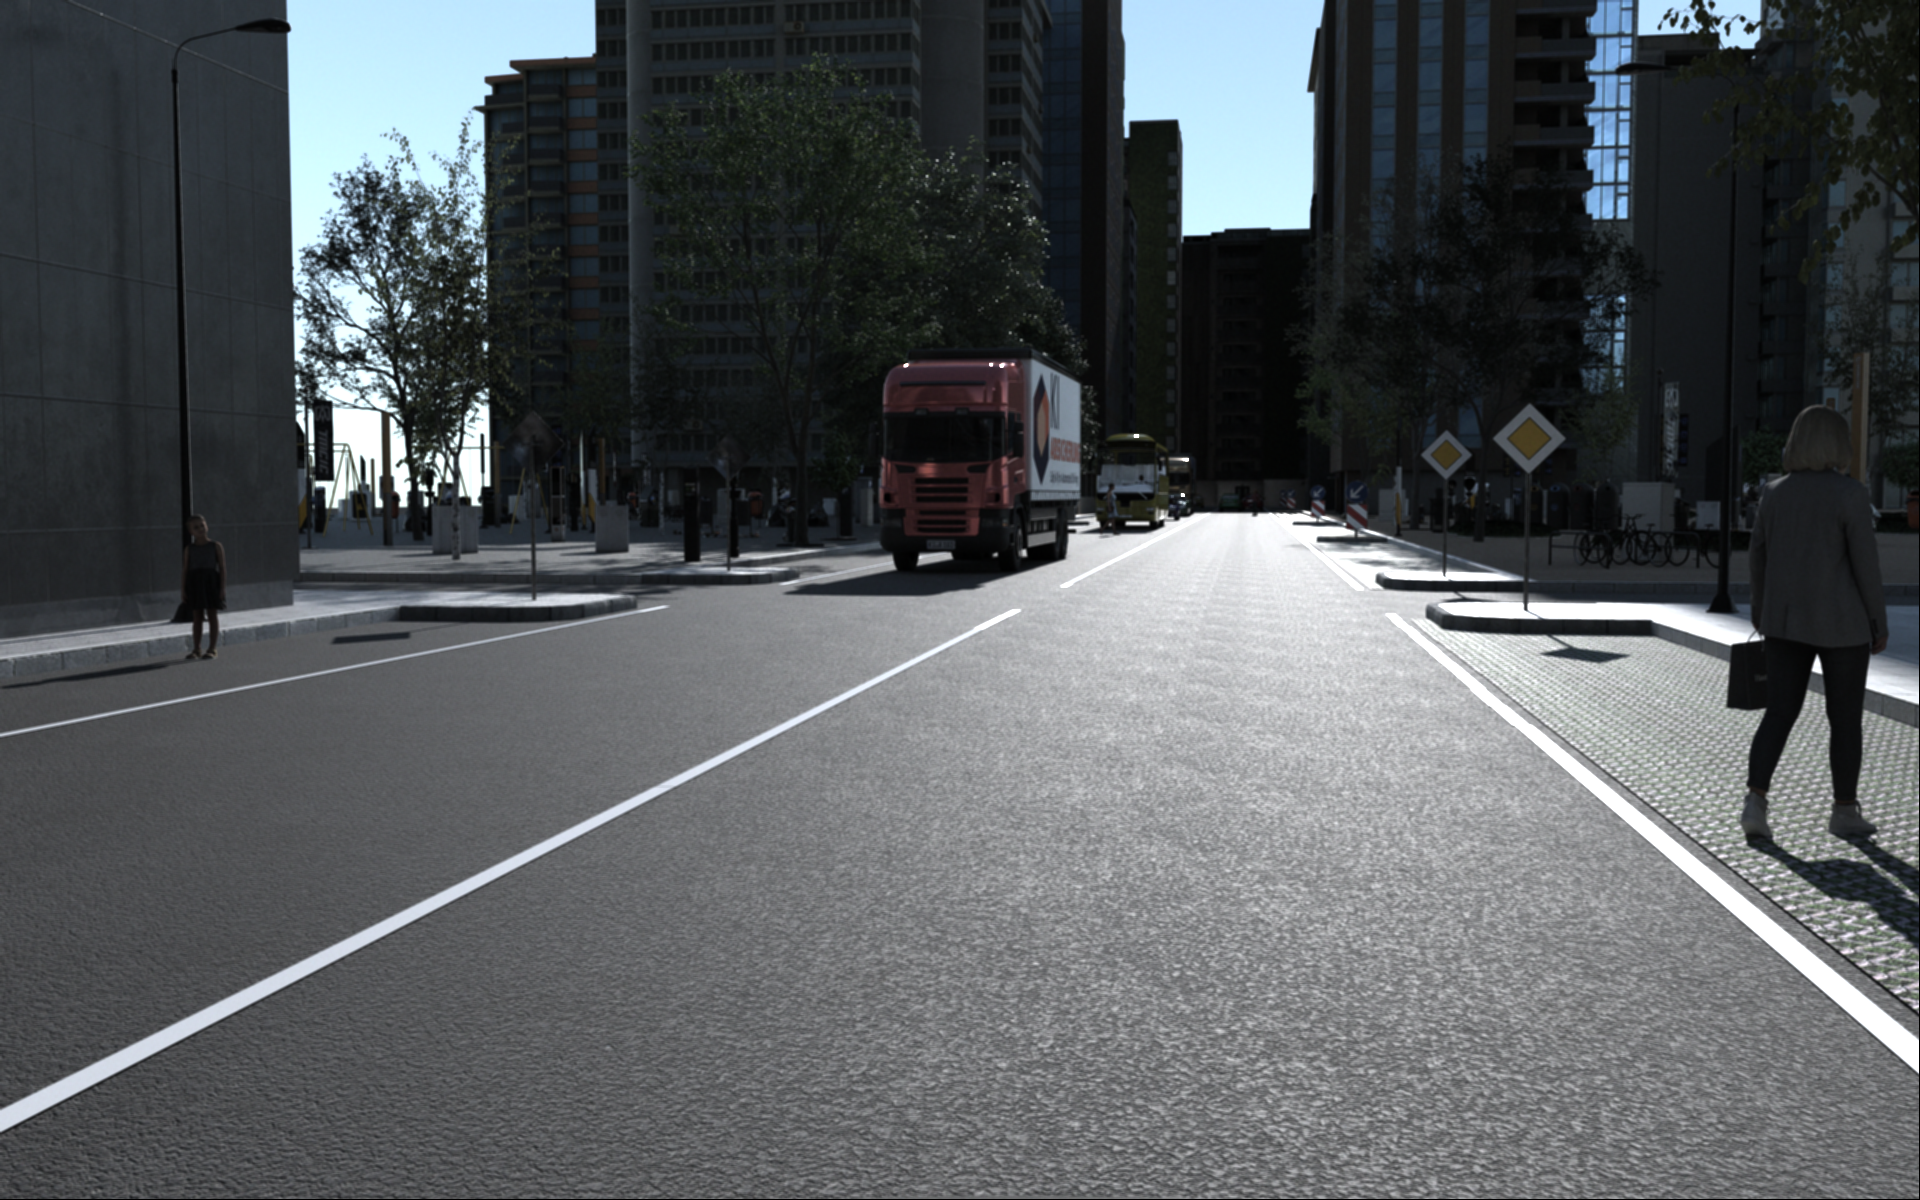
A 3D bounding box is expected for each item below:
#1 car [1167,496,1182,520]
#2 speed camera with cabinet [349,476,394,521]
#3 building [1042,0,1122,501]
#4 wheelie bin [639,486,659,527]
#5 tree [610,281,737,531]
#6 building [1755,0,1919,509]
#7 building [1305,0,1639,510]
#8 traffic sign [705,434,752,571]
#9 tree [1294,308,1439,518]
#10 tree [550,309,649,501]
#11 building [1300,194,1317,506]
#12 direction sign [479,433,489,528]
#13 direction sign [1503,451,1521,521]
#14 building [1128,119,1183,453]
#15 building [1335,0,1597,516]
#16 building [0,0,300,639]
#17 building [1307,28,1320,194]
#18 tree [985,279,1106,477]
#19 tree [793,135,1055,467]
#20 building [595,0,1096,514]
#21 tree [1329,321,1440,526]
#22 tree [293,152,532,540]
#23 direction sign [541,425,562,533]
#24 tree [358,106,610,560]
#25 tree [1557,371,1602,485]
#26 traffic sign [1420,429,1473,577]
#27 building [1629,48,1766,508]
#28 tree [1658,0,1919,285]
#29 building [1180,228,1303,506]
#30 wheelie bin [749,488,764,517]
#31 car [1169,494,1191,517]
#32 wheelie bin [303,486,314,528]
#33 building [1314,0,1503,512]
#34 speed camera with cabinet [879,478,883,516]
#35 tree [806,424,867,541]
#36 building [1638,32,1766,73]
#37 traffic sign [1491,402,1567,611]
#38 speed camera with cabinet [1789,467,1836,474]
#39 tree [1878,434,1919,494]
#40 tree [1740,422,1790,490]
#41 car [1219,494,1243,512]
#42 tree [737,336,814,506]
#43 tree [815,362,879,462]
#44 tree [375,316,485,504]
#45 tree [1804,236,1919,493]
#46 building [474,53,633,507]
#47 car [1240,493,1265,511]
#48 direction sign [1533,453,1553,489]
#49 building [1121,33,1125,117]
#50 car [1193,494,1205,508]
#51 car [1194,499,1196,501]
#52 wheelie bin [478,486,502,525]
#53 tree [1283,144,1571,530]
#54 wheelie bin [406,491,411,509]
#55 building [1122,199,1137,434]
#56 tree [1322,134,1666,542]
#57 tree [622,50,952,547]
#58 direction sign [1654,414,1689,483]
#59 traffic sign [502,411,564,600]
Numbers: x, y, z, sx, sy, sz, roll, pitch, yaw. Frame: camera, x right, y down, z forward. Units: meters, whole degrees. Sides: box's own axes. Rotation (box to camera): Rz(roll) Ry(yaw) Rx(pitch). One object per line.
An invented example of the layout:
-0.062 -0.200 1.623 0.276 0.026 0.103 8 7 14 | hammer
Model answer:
11.255 -5.078 95.604 1.945 1.354 3.894 1 4 8 | car
-28.065 -5.398 82.589 2.038 3.252 0.660 -1 4 -22 | speed camera with cabinet
5.043 -29.617 134.350 14.600 45.320 14.200 1 4 9 | building
-12.066 -3.643 67.475 0.693 1.594 0.980 -3 5 -45 | wheelie bin
-10.423 -6.740 60.556 4.360 8.622 3.978 0 3 0 | tree
87.880 -32.710 154.411 30.456 49.044 23.786 1 4 9 | building
38.101 -49.931 129.048 22.319 86.520 31.000 1 4 9 | building
-3.850 -1.539 28.800 0.795 2.450 0.064 1 4 9 | traffic sign
21.957 -10.264 93.578 9.928 11.665 9.643 0 3 0 | tree
-14.634 -7.304 69.786 4.737 8.622 4.395 0 3 0 | tree
40.779 -24.208 167.500 14.160 30.474 14.107 1 4 9 | building
-17.853 -4.454 64.827 0.379 3.537 0.876 -1 4 -8 | direction sign
25.250 -5.337 79.254 0.876 3.537 0.379 3 5 44 | direction sign
17.562 -31.179 193.376 14.086 41.232 14.154 1 4 9 | building
30.667 -27.991 107.757 14.600 45.320 14.200 1 4 9 | building
-23.258 -12.069 16.400 30.058 24.678 14.314 1 4 9 | building
53.107 -36.993 194.069 27.495 52.752 28.713 1 4 9 | building
3.345 -10.656 91.240 9.611 12.733 9.660 0 3 0 | tree
-1.262 -9.516 62.244 9.857 13.997 8.962 0 3 0 | tree
-7.349 -26.015 117.233 32.217 40.220 23.993 1 4 9 | building
17.507 -7.349 70.521 4.737 8.622 4.395 0 3 0 | tree
-15.391 -6.941 47.897 7.601 10.594 8.767 0 4 7 | tree
-13.430 -3.952 56.616 0.876 3.537 0.379 0 4 1 | direction sign
-9.793 -5.106 33.840 4.360 8.622 3.978 0 3 0 | tree
31.913 -8.270 85.574 4.737 8.622 4.395 0 3 0 | tree
7.536 -1.422 26.898 0.795 2.450 0.064 1 4 9 | traffic sign
65.959 -29.314 162.876 14.086 41.232 14.154 1 4 9 | building
7.153 -3.774 12.063 4.737 8.622 4.395 0 3 0 | tree
31.421 -25.652 191.118 14.107 30.474 14.160 1 4 9 | building
-11.551 -5.500 97.830 0.980 1.594 0.693 1 4 12 | wheelie bin
13.750 -6.050 110.722 2.131 1.459 4.920 1 4 11 | car
-24.710 -3.491 64.980 0.980 1.594 0.693 -2 4 -28 | wheelie bin
38.772 -30.761 153.059 14.600 45.320 14.200 1 4 9 | building
-3.696 -6.249 96.499 0.660 3.252 2.038 -3 5 -40 | speed camera with cabinet
-3.535 -3.278 48.203 1.663 3.219 1.824 0 3 0 | tree
76.718 -34.424 186.534 21.600 48.544 21.300 1 4 9 | building
6.230 -0.941 19.020 0.795 2.450 0.064 1 4 9 | traffic sign
34.019 -4.568 69.019 0.660 3.252 2.038 -2 4 -24 | speed camera with cabinet
51.395 -6.718 93.560 4.285 4.588 4.351 0 3 0 | tree
36.966 -5.860 79.530 4.285 4.588 4.351 0 3 0 | tree
21.801 -7.985 139.350 1.959 1.807 4.718 1 4 11 | car
-8.674 -7.825 78.298 4.360 8.622 3.978 0 3 0 | tree
-5.755 -8.589 90.796 4.737 8.622 4.395 0 3 0 | tree
-20.305 -7.145 67.190 4.737 8.622 4.395 0 3 0 | tree
26.242 -6.061 49.463 4.360 8.622 3.978 0 3 0 | tree
-31.905 -31.800 174.559 28.867 44.769 22.147 1 4 9 | building
25.056 -8.515 148.262 2.155 1.783 4.494 1 4 10 | car
23.837 -4.825 70.882 0.379 3.537 0.876 -3 4 -39 | direction sign
6.528 -28.437 148.538 14.154 41.232 14.086 1 4 9 | building
23.943 -10.153 176.225 2.015 1.641 3.980 1 4 10 | car
17.605 -7.630 137.113 2.083 1.381 4.827 1 4 9 | car
-19.397 -3.891 71.528 0.980 1.594 0.693 -2 4 -23 | wheelie bin
16.258 -9.224 61.185 12.009 13.543 11.850 0 3 0 | tree
-33.805 -6.061 107.011 0.693 1.594 0.980 -2 4 -35 | wheelie bin
10.429 -24.519 172.593 14.107 30.474 14.160 1 4 9 | building
13.889 -6.826 46.014 8.767 10.594 7.601 1 4 11 | tree
-4.003 -7.115 42.079 9.928 11.665 9.643 0 3 0 | tree
20.113 -3.488 49.029 0.876 3.537 0.379 2 4 26 | direction sign
-5.156 -1.057 20.922 0.795 2.450 0.064 1 4 9 | traffic sign
